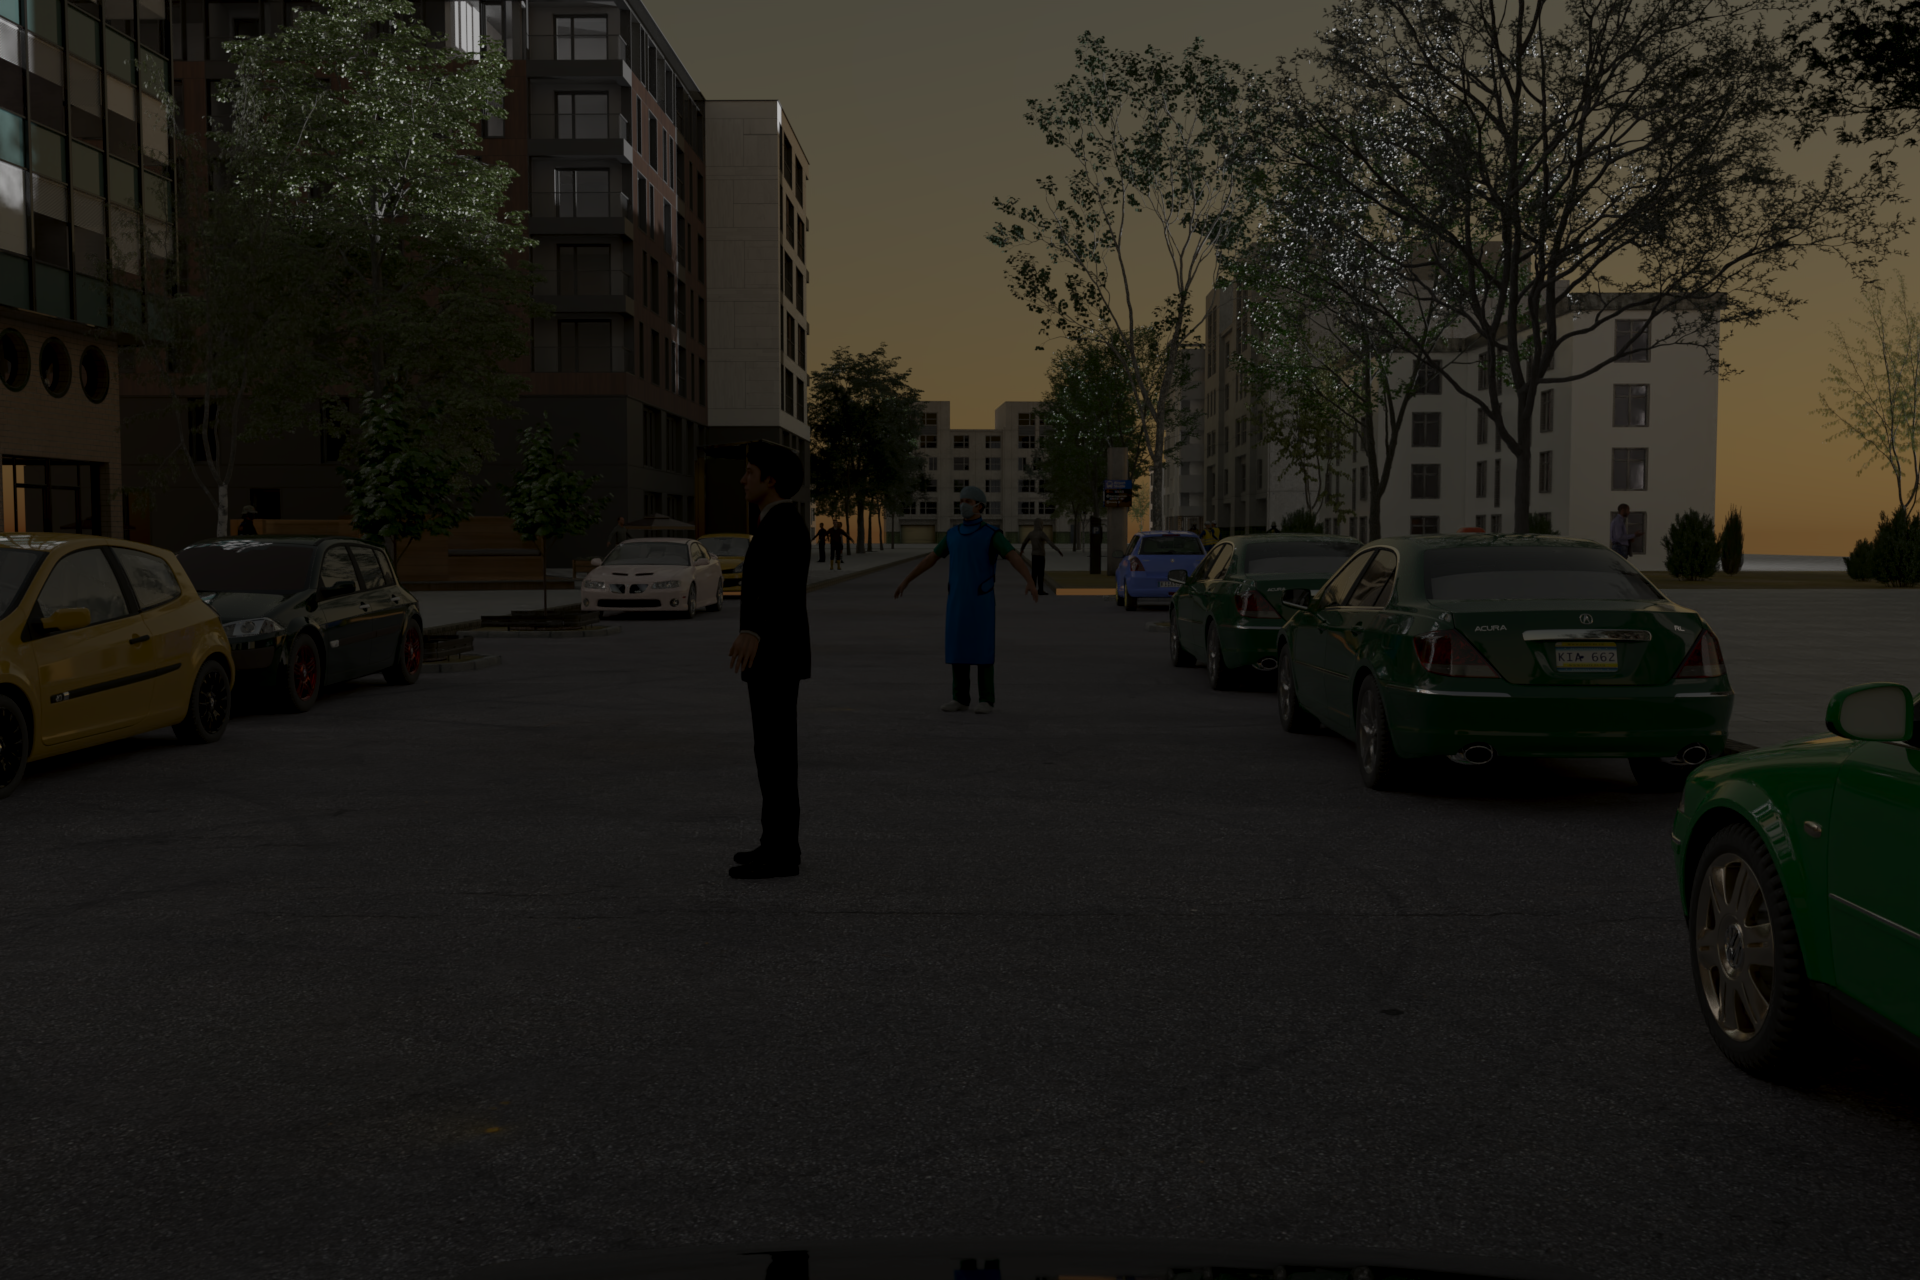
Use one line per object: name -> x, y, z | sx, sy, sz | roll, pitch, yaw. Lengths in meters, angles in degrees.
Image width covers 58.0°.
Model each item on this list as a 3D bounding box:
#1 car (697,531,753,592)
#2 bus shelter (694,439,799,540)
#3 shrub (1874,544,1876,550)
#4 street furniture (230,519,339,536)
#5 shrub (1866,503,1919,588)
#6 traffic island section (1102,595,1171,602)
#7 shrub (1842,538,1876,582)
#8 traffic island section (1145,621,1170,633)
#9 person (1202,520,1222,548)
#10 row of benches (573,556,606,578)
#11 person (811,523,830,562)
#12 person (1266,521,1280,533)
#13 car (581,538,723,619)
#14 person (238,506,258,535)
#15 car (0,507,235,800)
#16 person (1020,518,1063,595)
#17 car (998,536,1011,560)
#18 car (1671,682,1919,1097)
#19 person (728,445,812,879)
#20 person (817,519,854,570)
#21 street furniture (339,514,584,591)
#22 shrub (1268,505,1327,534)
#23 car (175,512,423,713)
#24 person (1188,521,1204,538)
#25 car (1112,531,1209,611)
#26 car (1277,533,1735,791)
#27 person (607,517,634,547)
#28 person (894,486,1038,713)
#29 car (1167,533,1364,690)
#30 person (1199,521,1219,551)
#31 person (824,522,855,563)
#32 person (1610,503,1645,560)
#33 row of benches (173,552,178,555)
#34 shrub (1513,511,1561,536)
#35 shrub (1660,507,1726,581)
car -> -5.342, -1.786, 39.424 | 2.015, 1.641, 3.980 | 0, 4, 1
bus shelter -> -5.575, -3.347, 46.000 | 1.731, 3.624, 6.357 | 0, 4, 3
shrub -> 29.323, -2.690, 55.099 | 1.383, 1.207, 1.383 | 0, 3, 0
street furniture -> -18.599, -2.938, 54.895 | 11.010, 1.723, 9.812 | 3, 5, 39
shrub -> 22.720, -2.284, 41.755 | 1.690, 2.028, 1.600 | 0, 3, 0
traffic island section -> 4.101, -0.903, 37.638 | 1.991, 0.108, 1.994 | 0, 4, 1
shrub -> 24.444, -2.186, 46.856 | 1.383, 1.207, 1.383 | 0, 3, 0
traffic island section -> 3.788, -0.186, 25.912 | 1.991, 0.108, 1.994 | 0, 4, 1
person -> 10.036, -3.831, 68.606 | 0.705, 1.833, 1.349 | 3, 5, 41
row of benches -> -9.209, -2.032, 48.679 | 4.104, 0.672, 1.422 | 2, 4, 34
person -> -6.288, -4.423, 78.542 | 0.704, 1.802, 1.346 | -3, 5, -42
person -> 14.301, -4.474, 78.937 | 1.354, 1.856, 0.705 | 1, 4, 22
car -> -5.390, -1.127, 30.786 | 2.083, 1.381, 4.827 | 0, 4, 2
person -> -14.105, -1.749, 34.465 | 0.704, 1.845, 1.351 | 0, 4, -5
car -> -5.972, -0.016, 10.488 | 2.015, 1.641, 3.980 | 0, 4, 1
person -> 1.862, -1.967, 40.741 | 0.705, 1.813, 1.348 | -3, 5, -44
car -> 1.919, -5.446, 98.628 | 1.945, 1.707, 3.694 | 0, 4, 1
car -> 2.886, 0.343, 3.190 | 1.959, 1.807, 4.718 | 0, 4, 2
person -> -0.816, 0.079, 7.347 | 0.705, 1.806, 1.347 | 0, 4, -4
person -> -4.466, -3.422, 62.093 | 1.346, 1.812, 0.704 | 0, 4, -7
street furniture -> -13.745, -2.179, 42.489 | 11.010, 1.723, 9.812 | -2, 4, -25
shrub -> 9.353, -2.668, 47.663 | 1.661, 2.075, 1.752 | 0, 3, 0
car -> -6.066, -0.325, 15.102 | 2.009, 1.686, 4.222 | 0, 4, 1
person -> 10.293, -4.305, 76.148 | 1.354, 1.858, 0.705 | -1, 4, -9
car -> 3.933, -1.462, 33.496 | 1.945, 1.707, 3.694 | 0, 4, 1
car -> 3.222, 0.043, 11.099 | 2.131, 1.459, 4.920 | 0, 4, 1
person -> -10.228, -2.819, 52.368 | 0.705, 1.796, 1.348 | 2, 4, 33
person -> 0.078, -0.327, 13.934 | 1.347, 1.817, 0.704 | 2, 4, 33
car -> 3.210, -0.336, 17.296 | 2.131, 1.459, 4.920 | 0, 4, 0
person -> 9.301, -3.558, 64.630 | 1.216, 1.772, 0.721 | -3, 5, -42
person -> -5.300, -4.270, 75.966 | 1.345, 1.843, 0.704 | -1, 4, -16
person -> 12.193, -1.575, 31.660 | 0.599, 1.838, 0.709 | 1, 4, 17
row of benches -> -26.649, -2.724, 59.994 | 1.422, 0.672, 4.104 | -3, 4, -37
shrub -> 18.320, -3.104, 55.162 | 1.690, 2.028, 1.600 | 0, 3, 0
shrub -> 20.016, -2.623, 47.301 | 1.690, 2.028, 1.600 | 0, 3, 0
